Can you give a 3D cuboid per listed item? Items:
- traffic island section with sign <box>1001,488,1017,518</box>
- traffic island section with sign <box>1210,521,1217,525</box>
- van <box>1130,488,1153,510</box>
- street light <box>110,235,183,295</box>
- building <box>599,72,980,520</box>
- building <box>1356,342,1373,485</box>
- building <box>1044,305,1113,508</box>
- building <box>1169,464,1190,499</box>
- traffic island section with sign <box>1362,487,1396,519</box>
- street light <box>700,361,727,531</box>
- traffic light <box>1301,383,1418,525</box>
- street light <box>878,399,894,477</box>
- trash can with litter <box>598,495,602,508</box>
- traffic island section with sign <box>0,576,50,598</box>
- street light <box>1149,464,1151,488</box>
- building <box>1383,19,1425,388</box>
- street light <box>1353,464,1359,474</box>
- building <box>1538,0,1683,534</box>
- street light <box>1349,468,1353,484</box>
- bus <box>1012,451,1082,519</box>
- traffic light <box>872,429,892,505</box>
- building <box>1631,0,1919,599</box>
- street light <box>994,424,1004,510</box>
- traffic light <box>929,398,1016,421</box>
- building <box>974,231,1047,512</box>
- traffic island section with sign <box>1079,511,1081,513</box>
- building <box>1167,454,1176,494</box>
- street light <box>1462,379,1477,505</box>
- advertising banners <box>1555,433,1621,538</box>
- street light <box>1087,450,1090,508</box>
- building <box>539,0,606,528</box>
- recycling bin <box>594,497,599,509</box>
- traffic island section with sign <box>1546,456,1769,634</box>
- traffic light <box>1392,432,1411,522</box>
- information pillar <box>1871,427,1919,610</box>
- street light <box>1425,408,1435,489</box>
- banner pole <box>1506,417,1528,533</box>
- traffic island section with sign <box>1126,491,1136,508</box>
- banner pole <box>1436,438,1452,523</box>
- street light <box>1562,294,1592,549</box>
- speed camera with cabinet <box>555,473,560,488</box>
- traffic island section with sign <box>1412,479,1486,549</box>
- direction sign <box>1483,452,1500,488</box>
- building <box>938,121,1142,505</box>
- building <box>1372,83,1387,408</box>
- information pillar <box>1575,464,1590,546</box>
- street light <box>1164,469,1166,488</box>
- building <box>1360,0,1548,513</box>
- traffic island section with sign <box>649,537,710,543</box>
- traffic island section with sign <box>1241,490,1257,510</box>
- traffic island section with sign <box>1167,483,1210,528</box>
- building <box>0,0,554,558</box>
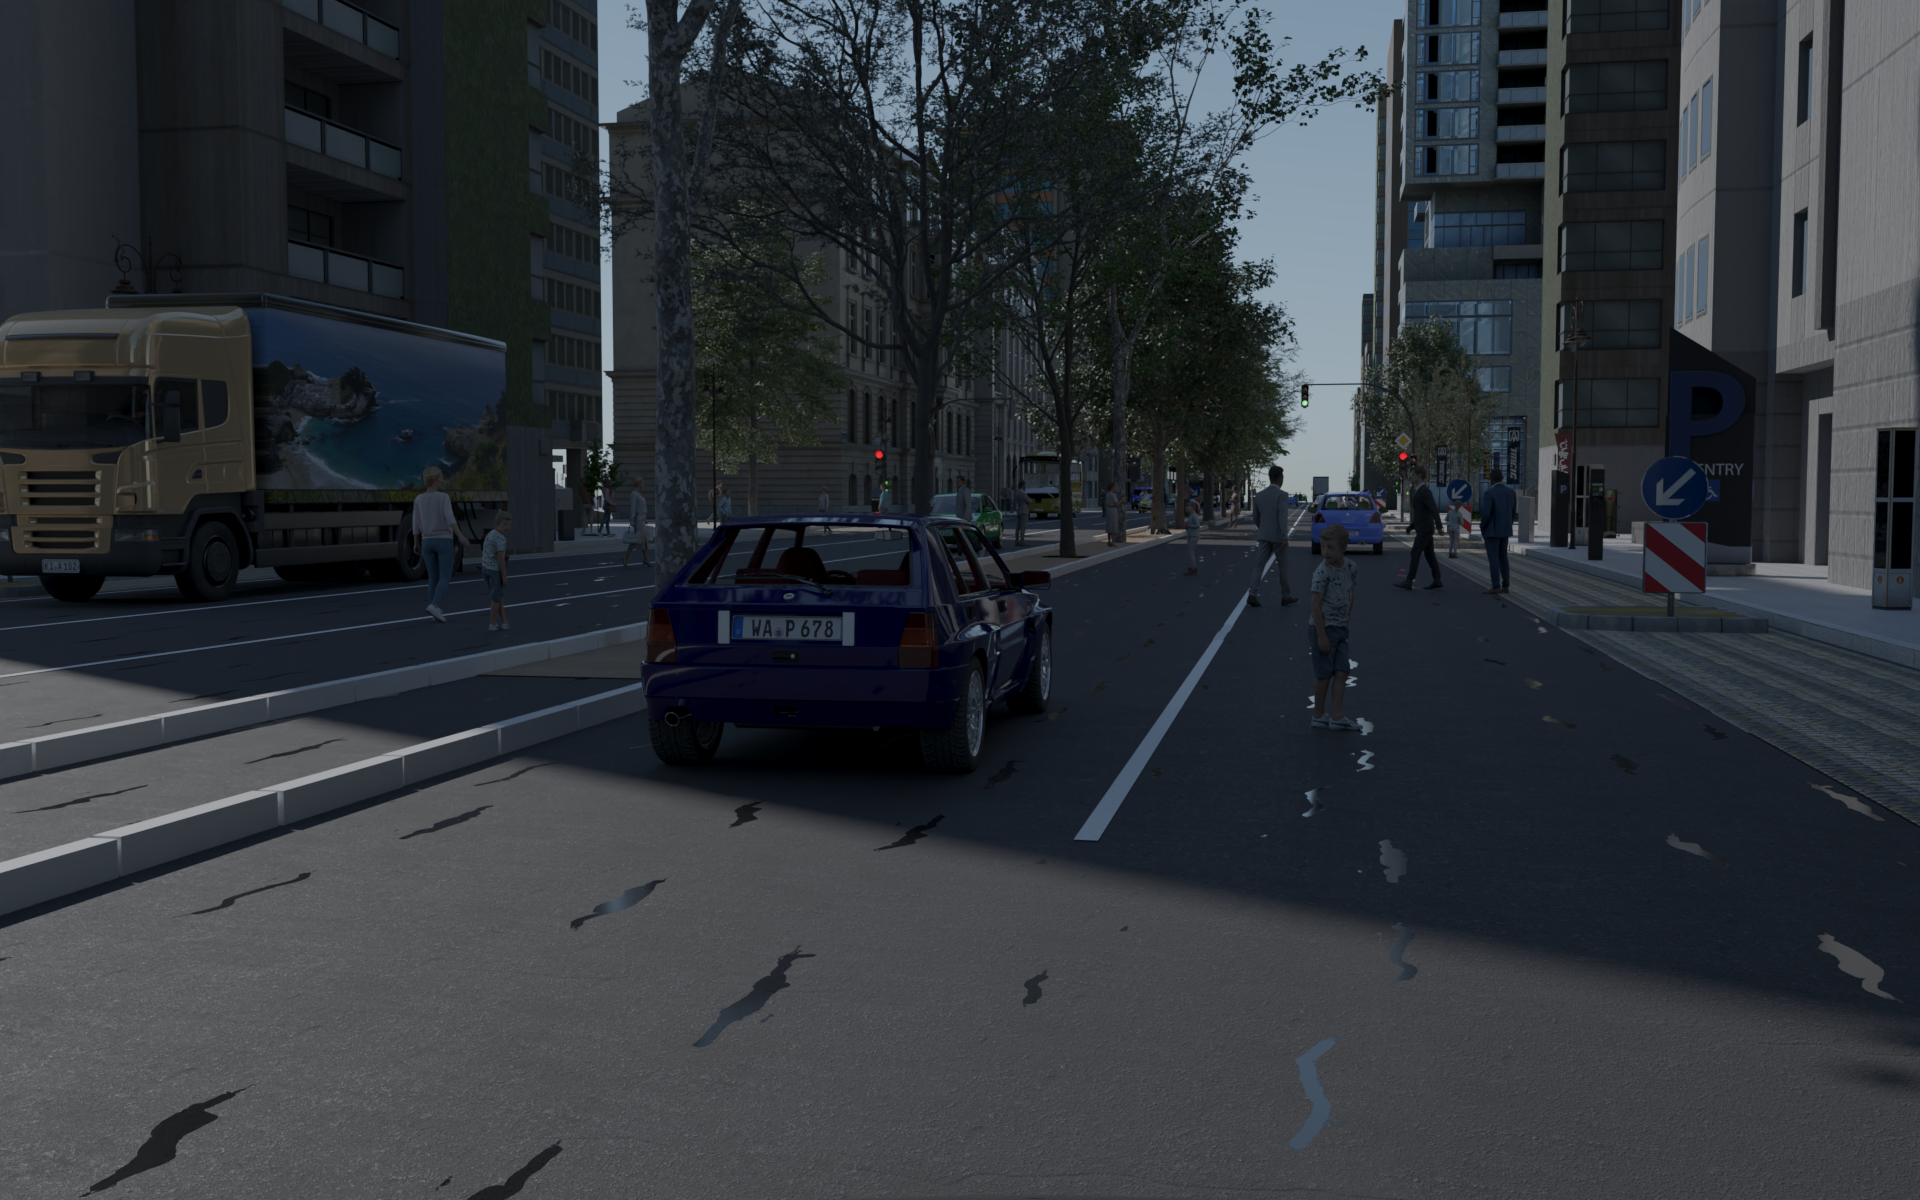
[{"bbox_3d":[2.773,-5.918,105.384,1.989,1.847,2.006,1,4,12],"label":"traffic island section with sign"},{"bbox_3d":[10.826,-4.396,80.004,2.006,1.907,1.989,1,4,12],"label":"traffic island section with sign"},{"bbox_3d":[17.130,-9.603,161.396,2.240,2.365,5.245,1,4,12],"label":"van"},{"bbox_3d":[-14.488,-3.570,31.150,0.468,5.910,1.993,1,4,12],"label":"street light"},{"bbox_3d":[-7.398,-17.267,101.394,14.460,24.649,34.723,1,4,12],"label":"building"},{"bbox_3d":[62.764,-22.253,208.868,27.650,21.520,28.899,1,4,12],"label":"building"},{"bbox_3d":[0.880,-20.113,173.883,27.650,21.520,28.899,1,4,12],"label":"building"},{"bbox_3d":[29.743,-39.396,298.747,22.147,44.769,28.867,1,4,12],"label":"building"},{"bbox_3d":[24.328,-5.642,100.873,1.989,1.847,2.006,1,4,12],"label":"traffic island section with sign"},{"bbox_3d":[-8.566,-5.358,60.387,0.468,5.910,1.993,1,4,12],"label":"street light"},{"bbox_3d":[16.338,-5.880,70.814,4.771,5.953,1.251,1,4,12],"label":"traffic light"},{"bbox_3d":[-3.601,-6.817,84.244,0.468,5.910,1.993,1,4,12],"label":"street light"},{"bbox_3d":[-33.504,-9.164,161.221,0.624,1.170,1.055,-1,4,-14],"label":"trash can with litter"},{"bbox_3d":[-13.852,-0.966,24.415,1.989,1.847,2.006,1,4,12],"label":"traffic island section with sign"},{"bbox_3d":[23.791,-14.960,217.388,0.468,5.910,1.993,1,4,12],"label":"street light"},{"bbox_3d":[46.645,-31.208,160.358,14.600,45.320,14.200,1,4,12],"label":"building"},{"bbox_3d":[57.136,-16.871,248.620,0.468,5.910,1.993,1,4,12],"label":"street light"},{"bbox_3d":[27.714,-17.690,60.931,14.160,30.474,14.107,1,4,12],"label":"building"},{"bbox_3d":[63.116,-18.667,277.999,0.468,5.910,1.993,1,4,12],"label":"street light"},{"bbox_3d":[5.355,-6.773,102.293,2.896,3.916,12.252,1,4,10],"label":"bus"},{"bbox_3d":[-3.406,-5.264,74.979,0.839,4.253,0.868,1,4,12],"label":"traffic light"},{"bbox_3d":[24.837,-29.905,30.953,21.231,58.520,28.212,1,4,12],"label":"building"},{"bbox_3d":[2.530,-8.623,113.781,0.468,5.910,1.993,1,4,12],"label":"street light"},{"bbox_3d":[0.267,-6.590,82.416,4.771,5.953,1.251,1,4,12],"label":"traffic light"},{"bbox_3d":[-1.214,-17.637,130.158,13.314,21.916,24.055,1,4,12],"label":"building"},{"bbox_3d":[8.197,-7.533,131.789,1.989,1.847,2.006,1,4,12],"label":"traffic island section with sign"},{"bbox_3d":[21.992,-39.761,269.695,23.786,49.044,30.456,1,4,12],"label":"building"},{"bbox_3d":[20.403,-5.911,69.430,0.468,5.910,1.993,1,4,12],"label":"street light"},{"bbox_3d":[18.047,-3.283,49.868,2.074,3.025,0.090,-1,4,-9],"label":"advertising banners"},{"bbox_3d":[11.852,-11.394,159.078,0.468,5.910,1.993,1,4,12],"label":"street light"},{"bbox_3d":[-26.332,-22.612,61.586,23.993,40.220,32.217,1,4,12],"label":"building"},{"bbox_3d":[-30.767,-8.109,145.143,0.722,1.027,0.722,2,4,29],"label":"recycling bin"},{"bbox_3d":[7.475,-0.621,18.786,1.989,1.847,2.006,1,4,12],"label":"traffic island section with sign"},{"bbox_3d":[20.012,-5.470,78.357,0.839,4.253,0.868,1,4,12],"label":"traffic light"},{"bbox_3d":[10.348,-0.898,19.175,0.304,2.012,0.304,0,4,-3],"label":"information pillar"},{"bbox_3d":[24.883,-7.282,91.844,0.468,5.910,1.993,1,4,12],"label":"street light"},{"bbox_3d":[18.213,-4.069,56.546,0.401,3.779,0.863,-3,5,-44],"label":"banner pole"},{"bbox_3d":[18.094,-10.480,179.968,1.989,1.847,2.006,1,4,12],"label":"traffic island section with sign"},{"bbox_3d":[21.710,-5.351,77.506,0.863,3.779,0.401,0,4,-5],"label":"banner pole"},{"bbox_3d":[14.237,-4.117,40.094,0.468,5.910,1.993,1,4,12],"label":"street light"},{"bbox_3d":[-37.511,-10.084,159.203,0.660,3.252,2.038,-3,5,-41],"label":"speed camera with cabinet"},{"bbox_3d":[13.025,-2.274,45.806,1.989,1.847,2.006,1,4,12],"label":"traffic island section with sign"},{"bbox_3d":[28.515,-6.176,92.973,0.876,3.537,0.379,0,4,-1],"label":"direction sign"},{"bbox_3d":[9.448,-33.408,200.849,22.147,44.769,28.867,1,4,12],"label":"building"},{"bbox_3d":[48.823,-30.022,174.447,14.154,41.232,14.086,1,4,12],"label":"building"},{"bbox_3d":[15.422,-2.343,42.794,0.304,2.012,0.304,-2,4,-28],"label":"information pillar"},{"bbox_3d":[28.342,-16.338,239.907,0.468,5.910,1.993,1,4,12],"label":"street light"},{"bbox_3d":[41.961,-49.854,127.779,22.319,86.520,31.000,1,4,12],"label":"building"},{"bbox_3d":[-8.424,-2.581,50.820,1.989,1.847,2.006,1,4,12],"label":"traffic island section with sign"},{"bbox_3d":[25.930,-8.898,153.615,2.006,1.907,1.989,1,4,12],"label":"traffic island section with sign"},{"bbox_3d":[9.326,-3.952,72.750,2.006,1.907,1.989,1,4,12],"label":"traffic island section with sign"},{"bbox_3d":[-18.281,-21.569,36.254,14.154,41.232,14.086,1,4,12],"label":"building"}]
